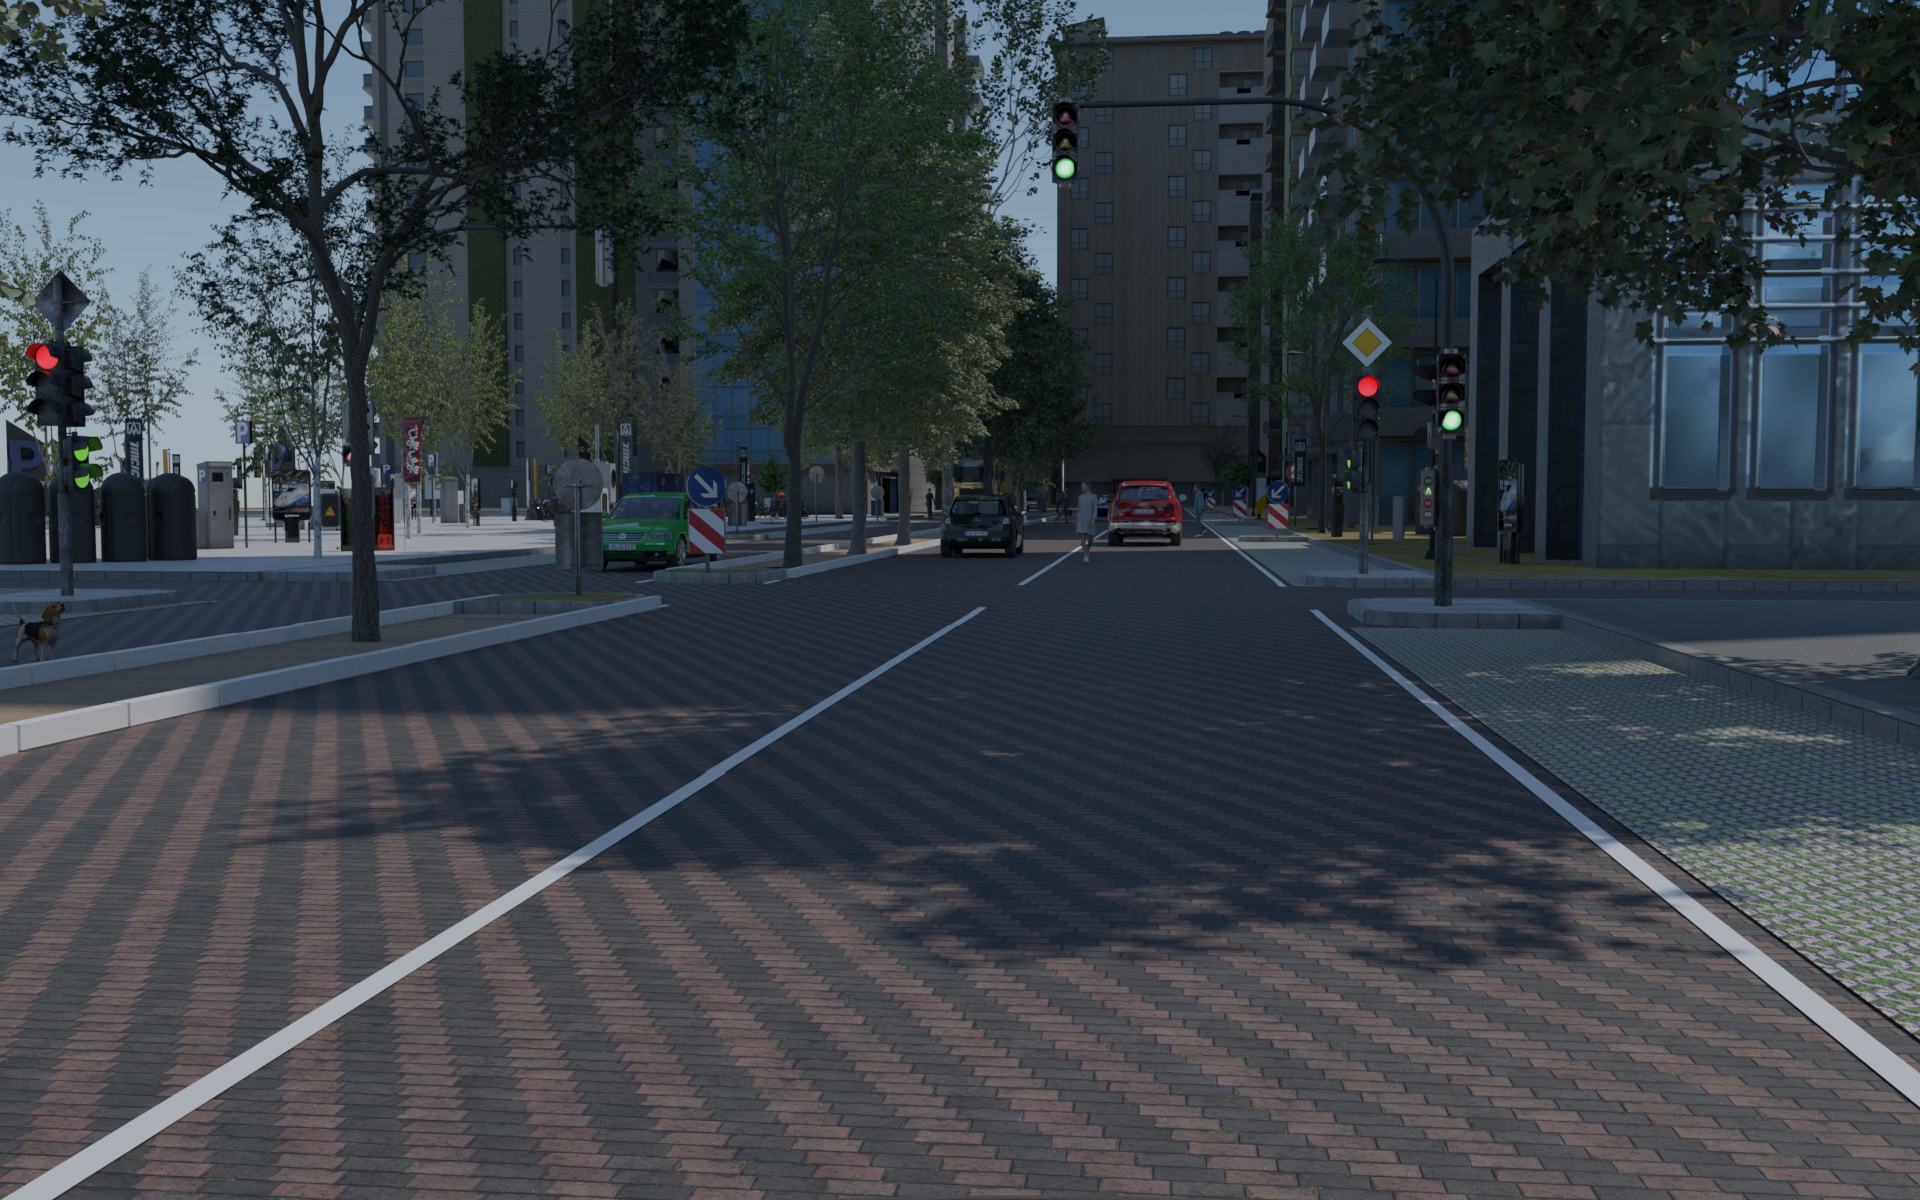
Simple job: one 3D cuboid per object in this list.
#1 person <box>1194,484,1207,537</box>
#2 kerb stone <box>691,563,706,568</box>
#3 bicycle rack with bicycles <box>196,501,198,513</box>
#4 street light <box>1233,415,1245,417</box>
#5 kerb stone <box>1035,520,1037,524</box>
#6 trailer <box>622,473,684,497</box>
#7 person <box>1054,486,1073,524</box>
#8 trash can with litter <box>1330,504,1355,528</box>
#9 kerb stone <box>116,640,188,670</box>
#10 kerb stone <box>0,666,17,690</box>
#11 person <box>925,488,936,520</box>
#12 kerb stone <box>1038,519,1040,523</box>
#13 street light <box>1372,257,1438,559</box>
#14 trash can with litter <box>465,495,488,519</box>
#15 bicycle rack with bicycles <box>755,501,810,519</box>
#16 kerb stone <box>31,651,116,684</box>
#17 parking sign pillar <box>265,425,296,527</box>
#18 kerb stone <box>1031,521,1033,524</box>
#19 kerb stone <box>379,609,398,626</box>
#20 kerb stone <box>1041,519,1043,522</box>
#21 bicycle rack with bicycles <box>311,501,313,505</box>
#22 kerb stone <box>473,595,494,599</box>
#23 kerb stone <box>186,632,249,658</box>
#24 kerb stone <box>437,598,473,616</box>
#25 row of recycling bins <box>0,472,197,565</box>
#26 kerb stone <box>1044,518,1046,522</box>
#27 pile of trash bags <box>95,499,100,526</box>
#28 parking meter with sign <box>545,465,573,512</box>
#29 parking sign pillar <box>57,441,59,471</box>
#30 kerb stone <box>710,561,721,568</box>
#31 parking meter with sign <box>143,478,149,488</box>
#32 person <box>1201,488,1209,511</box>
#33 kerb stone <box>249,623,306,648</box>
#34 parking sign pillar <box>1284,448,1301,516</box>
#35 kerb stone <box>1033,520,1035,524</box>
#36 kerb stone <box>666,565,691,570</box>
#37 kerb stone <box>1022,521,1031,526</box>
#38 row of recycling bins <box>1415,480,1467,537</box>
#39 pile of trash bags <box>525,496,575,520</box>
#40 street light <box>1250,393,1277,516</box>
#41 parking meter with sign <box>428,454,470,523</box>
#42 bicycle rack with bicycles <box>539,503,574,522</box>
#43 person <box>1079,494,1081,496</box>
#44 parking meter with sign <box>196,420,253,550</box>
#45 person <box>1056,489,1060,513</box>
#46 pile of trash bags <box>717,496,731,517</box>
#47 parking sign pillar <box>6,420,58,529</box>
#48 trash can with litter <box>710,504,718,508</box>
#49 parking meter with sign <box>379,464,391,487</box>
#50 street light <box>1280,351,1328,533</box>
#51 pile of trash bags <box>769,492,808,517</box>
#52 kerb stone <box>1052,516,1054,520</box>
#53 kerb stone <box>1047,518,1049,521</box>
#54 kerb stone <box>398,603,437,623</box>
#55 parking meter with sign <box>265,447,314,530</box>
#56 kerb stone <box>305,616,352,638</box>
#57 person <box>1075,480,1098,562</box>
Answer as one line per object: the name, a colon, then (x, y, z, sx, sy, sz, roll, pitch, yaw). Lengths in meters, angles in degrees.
person: (8.037, -3.005, 57.977, 0.444, 1.785, 0.601, 2, 4, 31)
kerb stone: (-4.810, -0.553, 31.269, 0.120, 0.150, 1.000, 0, 4, 7)
bicycle rack with bicycles: (-37.835, -4.452, 86.173, 2.852, 0.926, 2.925, -3, 4, -36)
street light: (16.707, -7.899, 101.684, 1.470, 5.913, 1.316, 0, 4, 7)
kerb stone: (3.445, -3.711, 82.880, 0.120, 0.150, 1.000, 0, 4, 7)
trailer: (-8.472, -2.445, 47.030, 1.471, 1.999, 3.904, 0, 4, 7)
person: (5.026, -4.635, 84.243, 0.822, 1.834, 0.622, 1, 4, 21)
trash can with litter: (14.453, -3.293, 65.231, 1.055, 1.170, 0.624, 1, 4, 12)
kerb stone: (-6.814, 0.473, 14.482, 0.120, 0.150, 1.000, 0, 4, 7)
kerb stone: (-7.057, 0.596, 12.443, 0.120, 0.150, 1.000, 0, 4, 7)
person: (-1.664, -5.429, 97.690, 0.534, 1.772, 0.576, 2, 4, 27)
kerb stone: (3.693, -3.836, 84.915, 0.120, 0.150, 1.000, 0, 4, 7)
street light: (8.765, -3.760, 34.017, 1.470, 5.913, 1.316, 0, 4, 7)
trash can with litter: (-26.807, -5.222, 96.442, 1.678, 1.210, 2.233, 1, 4, 9)
bicycle rack with bicycles: (-9.507, -4.628, 89.051, 2.925, 0.926, 2.852, 1, 4, 22)
kerb stone: (-6.937, 0.534, 13.464, 0.120, 0.150, 1.000, 0, 4, 7)
parking sign pillar: (-26.184, -4.808, 67.089, 1.447, 3.967, 1.447, -3, 5, -43)
kerb stone: (3.205, -3.587, 80.850, 0.120, 0.150, 1.000, 0, 4, 7)
kerb stone: (-6.328, 0.223, 18.557, 0.120, 0.150, 1.000, 0, 4, 7)
kerb stone: (3.935, -3.954, 86.958, 0.120, 0.150, 1.000, 0, 4, 7)
bicycle rack with bicycles: (-33.234, -4.745, 90.966, 2.925, 0.926, 2.852, 1, 4, 11)
kerb stone: (-5.970, 0.036, 21.611, 0.120, 0.150, 1.000, 0, 4, 7)
kerb stone: (-6.704, 0.410, 15.498, 0.120, 0.150, 1.000, 0, 4, 7)
kerb stone: (-6.083, 0.098, 20.595, 0.120, 0.150, 1.000, 0, 4, 7)
row of recycling bins: (-16.247, -1.563, 32.669, 3.534, 1.692, 1.069, -3, 5, -44)
kerb stone: (4.181, -4.085, 88.988, 0.120, 0.150, 1.000, 0, 4, 7)
pile of trash bags: (-35.356, -3.653, 69.476, 1.912, 1.369, 3.447, 1, 4, 21)
parking meter with sign: (-23.734, -6.518, 102.828, 1.738, 3.016, 0.543, 2, 4, 26)
parking sign pillar: (-42.812, -5.788, 83.111, 1.447, 3.967, 1.447, -3, 5, -42)
kerb stone: (-4.689, -0.618, 32.292, 0.120, 0.150, 1.000, 0, 4, 7)
parking meter with sign: (-39.252, -5.343, 83.612, 1.738, 3.016, 0.543, -2, 4, -23)
person: (18.604, -7.603, 132.439, 1.348, 1.869, 0.705, 3, 4, 37)
kerb stone: (-6.570, 0.354, 16.523, 0.120, 0.150, 1.000, 0, 4, 7)
parking sign pillar: (19.161, -6.873, 100.844, 1.447, 3.967, 1.447, 1, 4, 17)
kerb stone: (3.325, -3.650, 81.865, 0.120, 0.150, 1.000, 0, 4, 7)
kerb stone: (-4.941, -0.493, 30.249, 0.120, 0.150, 1.000, 0, 4, 7)
kerb stone: (3.077, -3.525, 79.833, 0.120, 0.150, 1.000, 0, 4, 7)
row of recycling bins: (15.110, -2.852, 53.735, 1.069, 1.692, 3.534, 0, 4, -6)
pile of trash bags: (-19.841, -4.629, 85.435, 1.912, 1.369, 3.447, 1, 4, 21)
street light: (14.151, -6.524, 79.208, 1.470, 5.913, 1.316, 0, 4, 7)
parking meter with sign: (-22.434, -4.883, 76.094, 0.543, 3.016, 1.738, 3, 5, 43)
bicycle rack with bicycles: (-18.032, -4.097, 80.366, 2.925, 0.926, 2.852, -1, 4, -21)
person: (10.117, -8.166, 145.278, 0.557, 1.426, 1.065, 1, 4, 17)
parking meter with sign: (-17.425, -2.703, 40.453, 0.543, 3.016, 1.738, 2, 4, 32)
person: (7.547, -7.600, 132.846, 0.705, 1.814, 1.350, 0, 4, -1)
pile of trash bags: (-13.470, -5.304, 96.480, 1.912, 1.369, 3.447, 0, 4, -1)
parking sign pillar: (-33.852, -4.554, 62.931, 1.447, 3.967, 1.447, -3, 4, -37)
trash can with litter: (-9.041, -3.030, 60.920, 1.055, 1.170, 0.624, -1, 4, -12)
parking meter with sign: (-33.740, -6.433, 101.447, 0.543, 3.016, 1.738, -2, 4, -29)
street light: (11.341, -5.134, 56.490, 1.470, 5.913, 1.316, 0, 4, 7)
pile of trash bags: (-9.704, -5.316, 96.666, 1.912, 1.369, 3.447, -1, 4, -20)
kerb stone: (4.907, -4.451, 95.096, 0.120, 0.150, 1.000, 0, 4, 7)
kerb stone: (4.432, -4.210, 91.029, 0.120, 0.150, 1.000, 0, 4, 7)
kerb stone: (-6.211, 0.160, 19.581, 0.120, 0.150, 1.000, 0, 4, 7)
parking meter with sign: (-23.828, -4.016, 61.926, 1.738, 3.016, 0.543, -2, 4, -33)
kerb stone: (-6.454, 0.285, 17.541, 0.120, 0.150, 1.000, 0, 4, 7)
person: (2.685, -1.693, 36.930, 0.466, 1.731, 0.760, 0, 4, -6)
